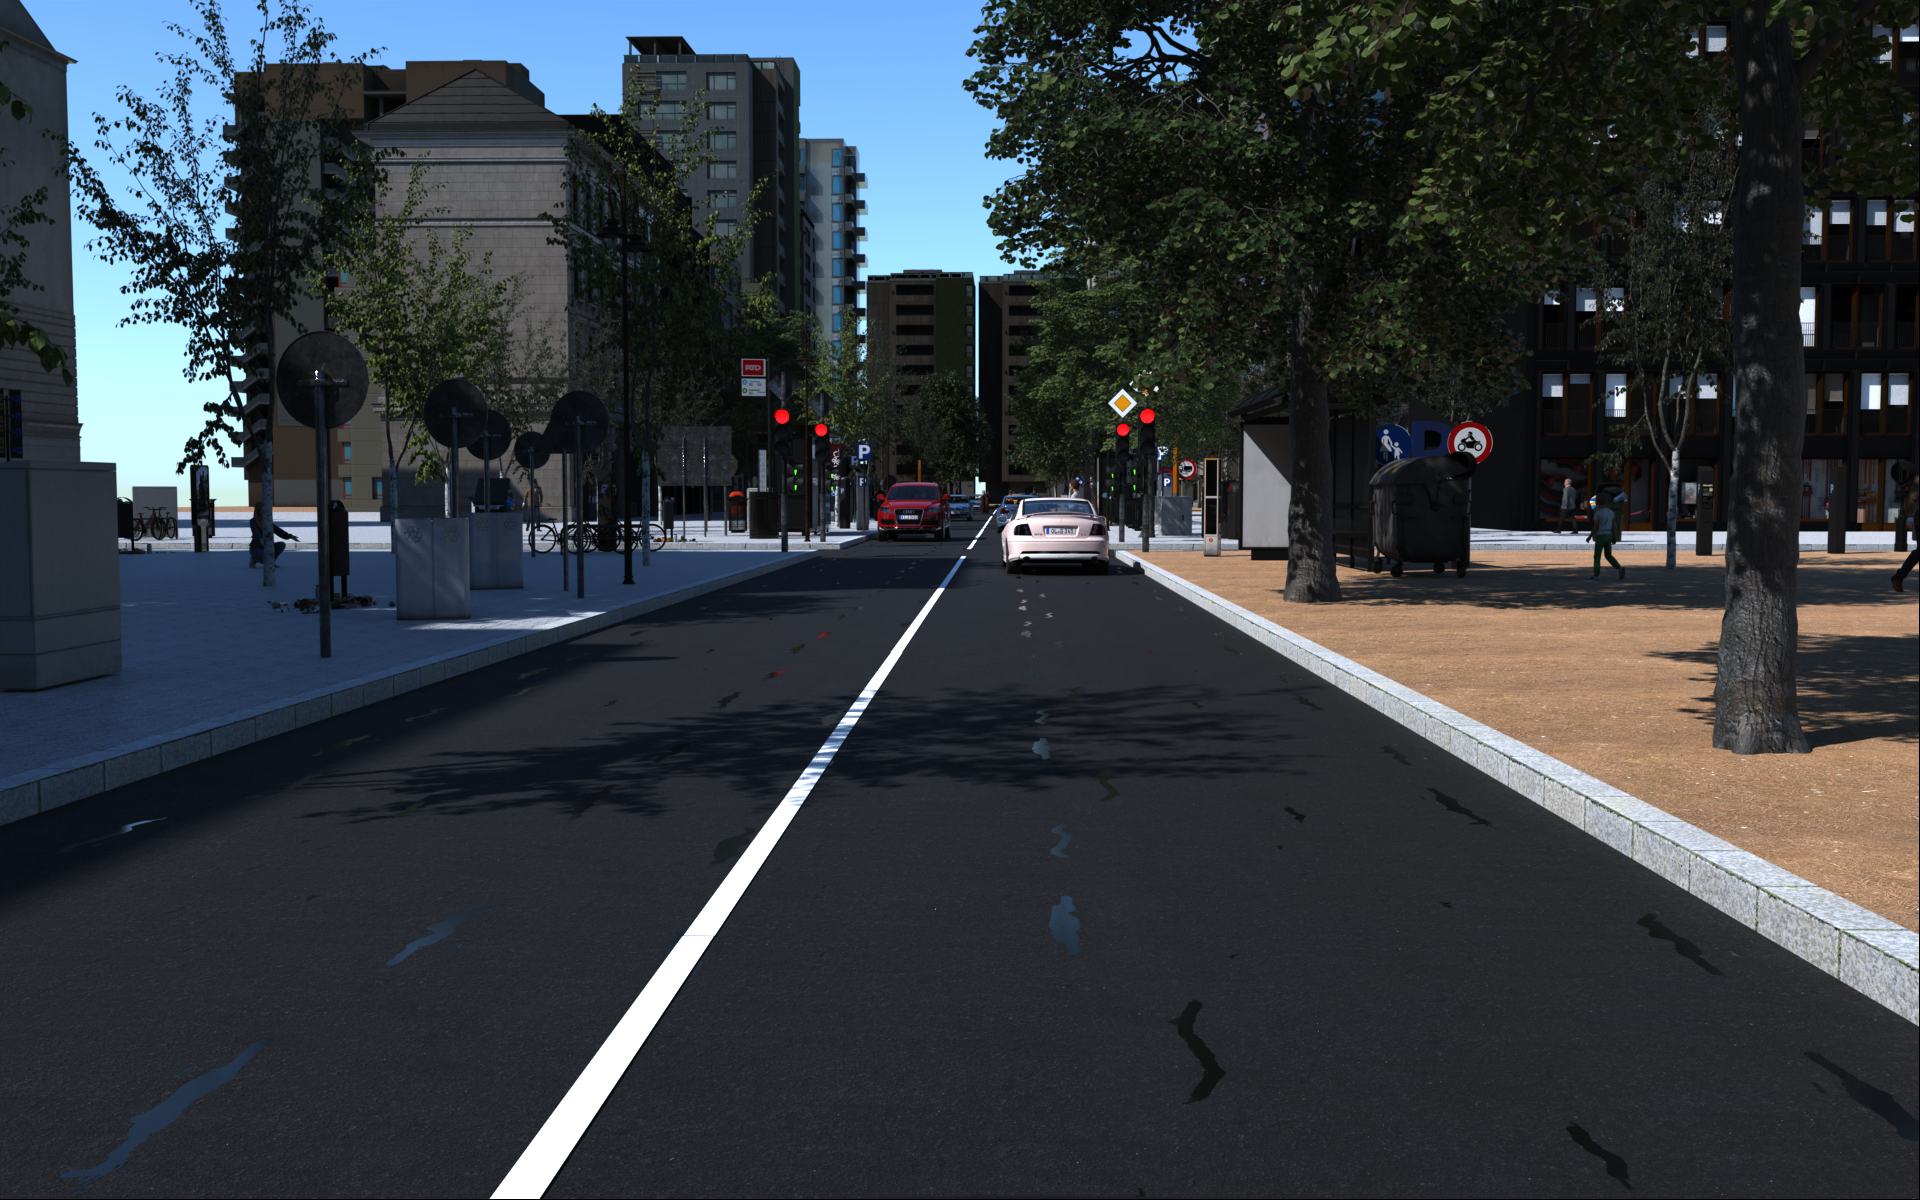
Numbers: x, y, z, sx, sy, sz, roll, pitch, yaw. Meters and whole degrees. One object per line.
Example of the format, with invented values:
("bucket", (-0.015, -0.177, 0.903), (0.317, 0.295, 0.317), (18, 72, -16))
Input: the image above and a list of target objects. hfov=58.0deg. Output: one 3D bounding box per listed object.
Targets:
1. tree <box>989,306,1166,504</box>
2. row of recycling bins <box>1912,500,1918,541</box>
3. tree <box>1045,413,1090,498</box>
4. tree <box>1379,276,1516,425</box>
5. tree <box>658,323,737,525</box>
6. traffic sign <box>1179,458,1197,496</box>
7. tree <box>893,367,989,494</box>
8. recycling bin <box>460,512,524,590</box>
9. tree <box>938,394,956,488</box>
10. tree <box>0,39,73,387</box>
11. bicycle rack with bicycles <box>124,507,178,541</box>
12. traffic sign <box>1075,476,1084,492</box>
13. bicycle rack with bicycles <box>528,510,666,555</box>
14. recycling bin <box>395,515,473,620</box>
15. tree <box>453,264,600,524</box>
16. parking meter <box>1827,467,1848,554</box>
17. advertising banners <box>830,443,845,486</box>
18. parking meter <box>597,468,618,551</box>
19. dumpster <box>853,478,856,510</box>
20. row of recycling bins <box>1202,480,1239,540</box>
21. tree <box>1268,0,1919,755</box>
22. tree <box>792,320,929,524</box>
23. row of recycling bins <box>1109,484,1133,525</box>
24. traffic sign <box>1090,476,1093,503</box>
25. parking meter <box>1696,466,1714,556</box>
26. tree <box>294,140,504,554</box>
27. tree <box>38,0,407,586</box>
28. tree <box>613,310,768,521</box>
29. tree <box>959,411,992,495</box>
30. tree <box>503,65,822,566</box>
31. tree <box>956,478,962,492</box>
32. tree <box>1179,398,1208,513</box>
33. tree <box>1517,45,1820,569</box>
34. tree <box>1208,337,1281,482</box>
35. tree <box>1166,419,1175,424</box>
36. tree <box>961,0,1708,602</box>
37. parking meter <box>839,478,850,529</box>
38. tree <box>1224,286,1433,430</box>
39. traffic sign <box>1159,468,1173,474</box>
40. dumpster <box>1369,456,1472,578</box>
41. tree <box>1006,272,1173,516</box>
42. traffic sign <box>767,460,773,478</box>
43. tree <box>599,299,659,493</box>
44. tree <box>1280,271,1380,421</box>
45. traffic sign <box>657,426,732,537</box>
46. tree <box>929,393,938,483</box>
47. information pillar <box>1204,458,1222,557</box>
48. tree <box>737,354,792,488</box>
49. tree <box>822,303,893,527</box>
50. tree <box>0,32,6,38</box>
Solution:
("tree", (7.328, -11.241, 100.802), (9.611, 12.733, 9.660), (0, 3, 0))
("row of recycling bins", (27.481, -2.539, 48.629), (1.069, 1.692, 3.534), (3, 5, 39))
("tree", (7.245, -10.097, 115.454), (4.360, 8.622, 3.978), (0, 3, 0))
("tree", (14.658, -6.172, 51.269), (4.360, 8.622, 3.978), (0, 3, 0))
("tree", (-12.172, -7.376, 70.957), (4.360, 8.622, 3.978), (0, 3, 0))
("traffic sign", (8.000, -3.747, 61.362), (0.768, 2.556, 0.104), (0, 4, 8))
("tree", (-1.421, -14.638, 156.344), (9.611, 12.733, 9.660), (0, 3, 0))
("recycling bin", (-6.389, -0.675, 23.593), (0.722, 1.027, 0.722), (-2, 4, -28))
("tree", (-2.485, -10.333, 119.304), (4.360, 8.622, 3.978), (0, 3, 0))
("tree", (-15.976, -4.632, 26.089), (4.737, 8.622, 4.395), (0, 3, 0))
("bicycle rack with bicycles", (-23.134, -2.155, 48.615), (2.852, 0.926, 2.925), (1, 4, 17))
("traffic sign", (8.230, -7.360, 120.442), (0.768, 2.556, 0.104), (1, 4, 8))
("bicycle rack with bicycles", (-7.819, -1.466, 37.356), (2.925, 0.926, 2.852), (-1, 4, -9))
("recycling bin", (-5.471, -0.332, 17.977), (0.722, 1.027, 0.722), (-1, 4, -17))
("tree", (-14.691, -6.481, 56.332), (4.360, 8.622, 3.978), (0, 3, 0))
("parking meter", (18.873, -1.929, 37.253), (0.255, 1.863, 0.399), (1, 4, 8))
("advertising banners", (-5.011, -3.888, 59.753), (2.074, 3.025, 0.090), (-1, 4, -8))
("parking meter", (-7.932, -2.034, 38.972), (0.399, 1.863, 0.255), (1, 4, 17))
("dumpster", (-6.440, -6.120, 102.552), (1.502, 2.255, 1.985), (0, 4, 2))
("row of recycling bins", (7.895, -2.599, 49.601), (1.069, 1.692, 3.534), (-1, 4, -13))
("tree", (3.701, -5.537, 8.653), (7.486, 12.596, 7.792), (0, 3, 0))
("tree", (-4.135, -7.501, 72.997), (4.360, 8.622, 3.978), (0, 3, 0))
("row of recycling bins", (6.857, -4.078, 73.787), (1.069, 1.692, 3.534), (0, 4, 5))
("traffic sign", (9.066, -7.313, 119.670), (0.768, 2.556, 0.104), (0, 4, 5))
("parking meter", (15.493, -1.854, 36.016), (0.255, 1.863, 0.399), (1, 4, 11))
("tree", (-11.910, -5.298, 36.979), (4.737, 8.622, 4.395), (0, 3, 0))
("tree", (-9.889, -4.499, 23.927), (4.360, 8.622, 3.978), (0, 3, 0))
("tree", (-12.347, -9.044, 82.281), (7.601, 10.594, 8.767), (1, 4, 15))
("tree", (0.121, -16.518, 195.826), (9.928, 11.665, 9.643), (0, 3, 0))
("tree", (-5.413, -4.926, 30.898), (4.737, 8.622, 4.395), (0, 3, 0))
("tree", (-0.824, -14.445, 186.530), (4.360, 8.622, 3.978), (0, 3, 0))
("tree", (13.322, -8.309, 86.208), (4.360, 8.622, 3.978), (0, 3, 0))
("tree", (12.281, -4.842, 29.534), (4.360, 8.622, 3.978), (0, 3, 0))
("tree", (12.172, -6.925, 63.587), (4.360, 8.622, 3.978), (0, 3, 0))
("tree", (15.884, -10.060, 114.842), (4.360, 8.622, 3.978), (0, 3, 0))
("tree", (4.237, -6.952, 20.322), (9.857, 13.997, 8.962), (0, 3, 0))
("parking meter", (-4.286, -3.585, 64.319), (0.399, 1.863, 0.255), (3, 5, 44))
("tree", (15.150, -8.381, 71.437), (8.767, 10.594, 7.601), (0, 4, 6))
("traffic sign", (10.100, -5.186, 84.904), (0.768, 2.556, 0.104), (0, 4, 7))
("dumpster", (7.217, -1.309, 27.153), (1.264, 1.857, 1.865), (0, 4, 2))
("tree", (5.307, -8.371, 71.284), (7.601, 10.594, 8.767), (1, 4, 9))
("traffic sign", (-6.617, -3.726, 60.649), (0.795, 2.593, 0.064), (0, 4, 6))
("tree", (-13.722, -6.977, 64.439), (4.360, 8.622, 3.978), (0, 3, 0))
("tree", (12.961, -6.469, 56.134), (4.360, 8.622, 3.978), (0, 3, 0))
("traffic sign", (-7.953, -3.546, 51.848), (2.265, 3.308, 0.079), (0, 4, 5))
("tree", (-4.176, -8.393, 87.586), (4.360, 8.622, 3.978), (0, 3, 0))
("information pillar", (5.184, -1.898, 35.527), (0.304, 2.012, 0.304), (1, 4, 20))
("tree", (-10.737, -8.538, 89.954), (4.360, 8.622, 3.978), (0, 3, 0))
("tree", (-4.756, -7.169, 67.582), (4.737, 8.622, 4.395), (0, 3, 0))
("tree", (-13.761, -6.053, 15.976), (9.611, 12.733, 9.660), (0, 3, 0))
